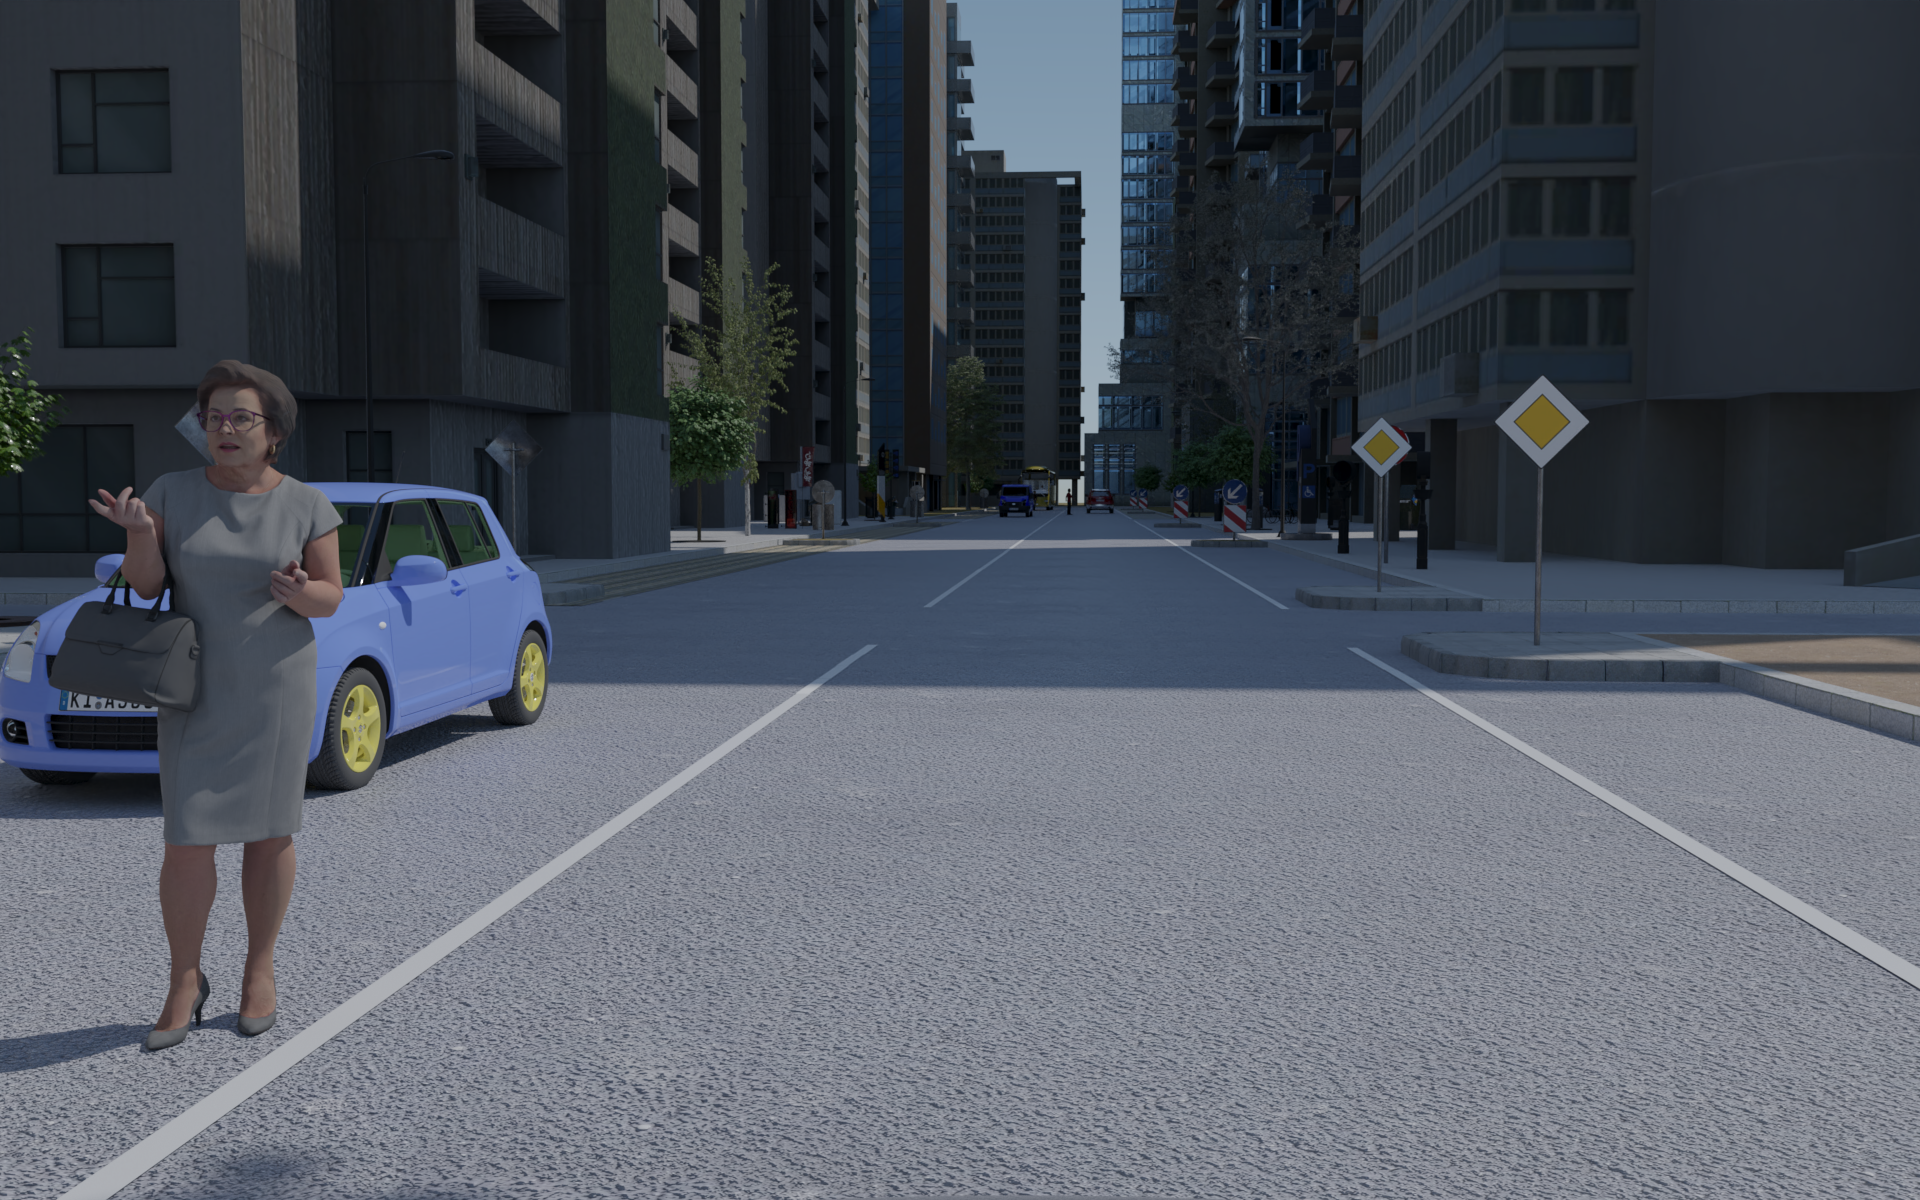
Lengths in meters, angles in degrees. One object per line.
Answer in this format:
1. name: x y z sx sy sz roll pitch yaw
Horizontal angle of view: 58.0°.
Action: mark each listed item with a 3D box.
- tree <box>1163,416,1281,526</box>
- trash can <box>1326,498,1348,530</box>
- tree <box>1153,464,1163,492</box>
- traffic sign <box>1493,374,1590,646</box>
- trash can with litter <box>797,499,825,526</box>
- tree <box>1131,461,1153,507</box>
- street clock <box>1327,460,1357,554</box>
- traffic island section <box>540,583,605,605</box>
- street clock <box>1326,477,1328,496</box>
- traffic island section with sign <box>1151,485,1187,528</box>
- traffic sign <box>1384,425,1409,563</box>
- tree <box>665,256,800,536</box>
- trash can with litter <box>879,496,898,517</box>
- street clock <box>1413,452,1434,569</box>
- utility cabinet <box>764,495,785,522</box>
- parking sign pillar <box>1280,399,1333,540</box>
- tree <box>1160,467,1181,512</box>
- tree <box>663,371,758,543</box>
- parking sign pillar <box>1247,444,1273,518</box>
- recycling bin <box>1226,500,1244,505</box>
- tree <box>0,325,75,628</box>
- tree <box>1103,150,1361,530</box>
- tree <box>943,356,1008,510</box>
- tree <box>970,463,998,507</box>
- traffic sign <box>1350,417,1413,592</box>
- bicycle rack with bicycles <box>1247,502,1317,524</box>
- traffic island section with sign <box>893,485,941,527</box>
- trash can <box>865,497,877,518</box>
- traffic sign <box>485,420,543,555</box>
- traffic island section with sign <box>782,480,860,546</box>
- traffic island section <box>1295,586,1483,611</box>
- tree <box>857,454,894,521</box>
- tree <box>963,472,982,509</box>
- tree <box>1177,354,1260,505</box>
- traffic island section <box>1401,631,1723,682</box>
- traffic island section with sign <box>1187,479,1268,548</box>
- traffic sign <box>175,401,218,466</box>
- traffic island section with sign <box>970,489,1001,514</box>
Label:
1. tree: 11.505 -5.343 71.078 4.285 4.588 4.351 0 3 0
2. trash can: 13.350 -3.040 61.365 0.748 1.137 0.748 0 3 0
3. tree: 12.955 -6.759 94.230 4.285 4.588 4.351 0 3 0
4. traffic sign: 4.885 -0.671 14.614 0.795 2.450 0.064 0 4 4
5. trash can with litter: -5.936 -3.535 69.181 1.055 1.170 0.624 -3 4 -38
6. tree: 18.588 -11.455 171.006 4.285 4.588 4.351 0 3 0
7. street clock: 8.251 -1.997 37.215 0.471 2.002 0.358 3 4 38
8. traffic island section: -6.059 -0.075 23.511 2.009 0.180 2.903 0 4 4
9. street clock: 15.190 -4.062 70.990 0.358 2.002 0.471 0 4 -7
10. traffic island section with sign: 9.365 -4.037 74.637 1.989 1.847 2.006 0 4 4
11. traffic sign: 7.887 -1.950 31.995 0.768 2.556 0.104 1 4 9
12. tree: -6.704 -6.259 52.704 4.737 8.622 4.395 0 3 0
13. trash can with litter: -4.005 -5.154 95.659 1.055 1.170 0.624 -2 4 -26
14. street clock: 7.887 -1.525 29.510 0.358 2.002 0.471 1 4 15
15. utility cabinet: -8.444 -4.158 79.146 1.020 1.237 0.306 -1 4 -14
16. parking sign pillar: 9.719 -3.670 48.470 1.447 3.967 1.447 0 4 7
17. tree: 15.050 -7.850 122.949 1.663 3.219 1.824 0 3 0
18. tree: -7.074 -3.828 46.300 4.285 4.588 4.351 0 3 0
19. parking sign pillar: 16.305 -6.466 94.193 1.447 3.967 1.447 2 4 24
20. recycling bin: 12.725 -4.136 80.182 0.722 1.027 0.722 0 4 -3
21. tree: -9.698 -1.362 16.872 1.663 3.219 1.824 0 3 0
22. tree: 10.584 -9.247 61.557 12.009 13.543 11.850 0 3 0
23. tree: 0.289 -13.736 142.711 7.486 12.596 7.792 0 3 0
24. tree: 2.281 -11.763 176.042 4.285 4.588 4.351 0 3 0
25. traffic sign: 5.476 -1.158 22.577 0.795 2.450 0.064 0 4 4
26. bicycle rack with bicycles: 14.345 -3.806 75.611 2.852 0.926 2.925 -3 4 -38
27. traffic island section with sign: -1.848 -4.110 75.821 1.989 1.847 2.006 0 4 4
28. trash can: -4.687 -4.873 91.326 0.748 1.137 0.748 0 3 0
29. traffic sign: -6.035 -1.211 23.448 0.795 2.450 0.064 0 4 4
30. traffic island section with sign: -3.854 -2.452 48.717 1.989 1.847 2.006 0 4 4
31. traffic island section: 5.500 -0.023 22.652 2.009 0.180 2.903 0 4 4
32. tree: -4.227 -5.419 83.199 1.663 3.219 1.824 0 3 0
33. tree: 0.931 -9.435 148.860 1.663 3.219 1.824 0 3 0
34. tree: 13.093 -8.315 86.316 4.360 8.622 3.978 0 3 0
35. traffic island section: 4.910 0.464 14.689 2.009 0.180 2.903 0 4 4
36. traffic island section with sign: 7.344 -2.371 47.390 1.989 1.847 2.006 0 4 4
37. traffic sign: -6.626 -0.724 15.485 0.795 2.450 0.064 0 4 4
38. traffic island section with sign: 1.798 -7.116 124.969 1.989 1.847 2.006 0 4 4
